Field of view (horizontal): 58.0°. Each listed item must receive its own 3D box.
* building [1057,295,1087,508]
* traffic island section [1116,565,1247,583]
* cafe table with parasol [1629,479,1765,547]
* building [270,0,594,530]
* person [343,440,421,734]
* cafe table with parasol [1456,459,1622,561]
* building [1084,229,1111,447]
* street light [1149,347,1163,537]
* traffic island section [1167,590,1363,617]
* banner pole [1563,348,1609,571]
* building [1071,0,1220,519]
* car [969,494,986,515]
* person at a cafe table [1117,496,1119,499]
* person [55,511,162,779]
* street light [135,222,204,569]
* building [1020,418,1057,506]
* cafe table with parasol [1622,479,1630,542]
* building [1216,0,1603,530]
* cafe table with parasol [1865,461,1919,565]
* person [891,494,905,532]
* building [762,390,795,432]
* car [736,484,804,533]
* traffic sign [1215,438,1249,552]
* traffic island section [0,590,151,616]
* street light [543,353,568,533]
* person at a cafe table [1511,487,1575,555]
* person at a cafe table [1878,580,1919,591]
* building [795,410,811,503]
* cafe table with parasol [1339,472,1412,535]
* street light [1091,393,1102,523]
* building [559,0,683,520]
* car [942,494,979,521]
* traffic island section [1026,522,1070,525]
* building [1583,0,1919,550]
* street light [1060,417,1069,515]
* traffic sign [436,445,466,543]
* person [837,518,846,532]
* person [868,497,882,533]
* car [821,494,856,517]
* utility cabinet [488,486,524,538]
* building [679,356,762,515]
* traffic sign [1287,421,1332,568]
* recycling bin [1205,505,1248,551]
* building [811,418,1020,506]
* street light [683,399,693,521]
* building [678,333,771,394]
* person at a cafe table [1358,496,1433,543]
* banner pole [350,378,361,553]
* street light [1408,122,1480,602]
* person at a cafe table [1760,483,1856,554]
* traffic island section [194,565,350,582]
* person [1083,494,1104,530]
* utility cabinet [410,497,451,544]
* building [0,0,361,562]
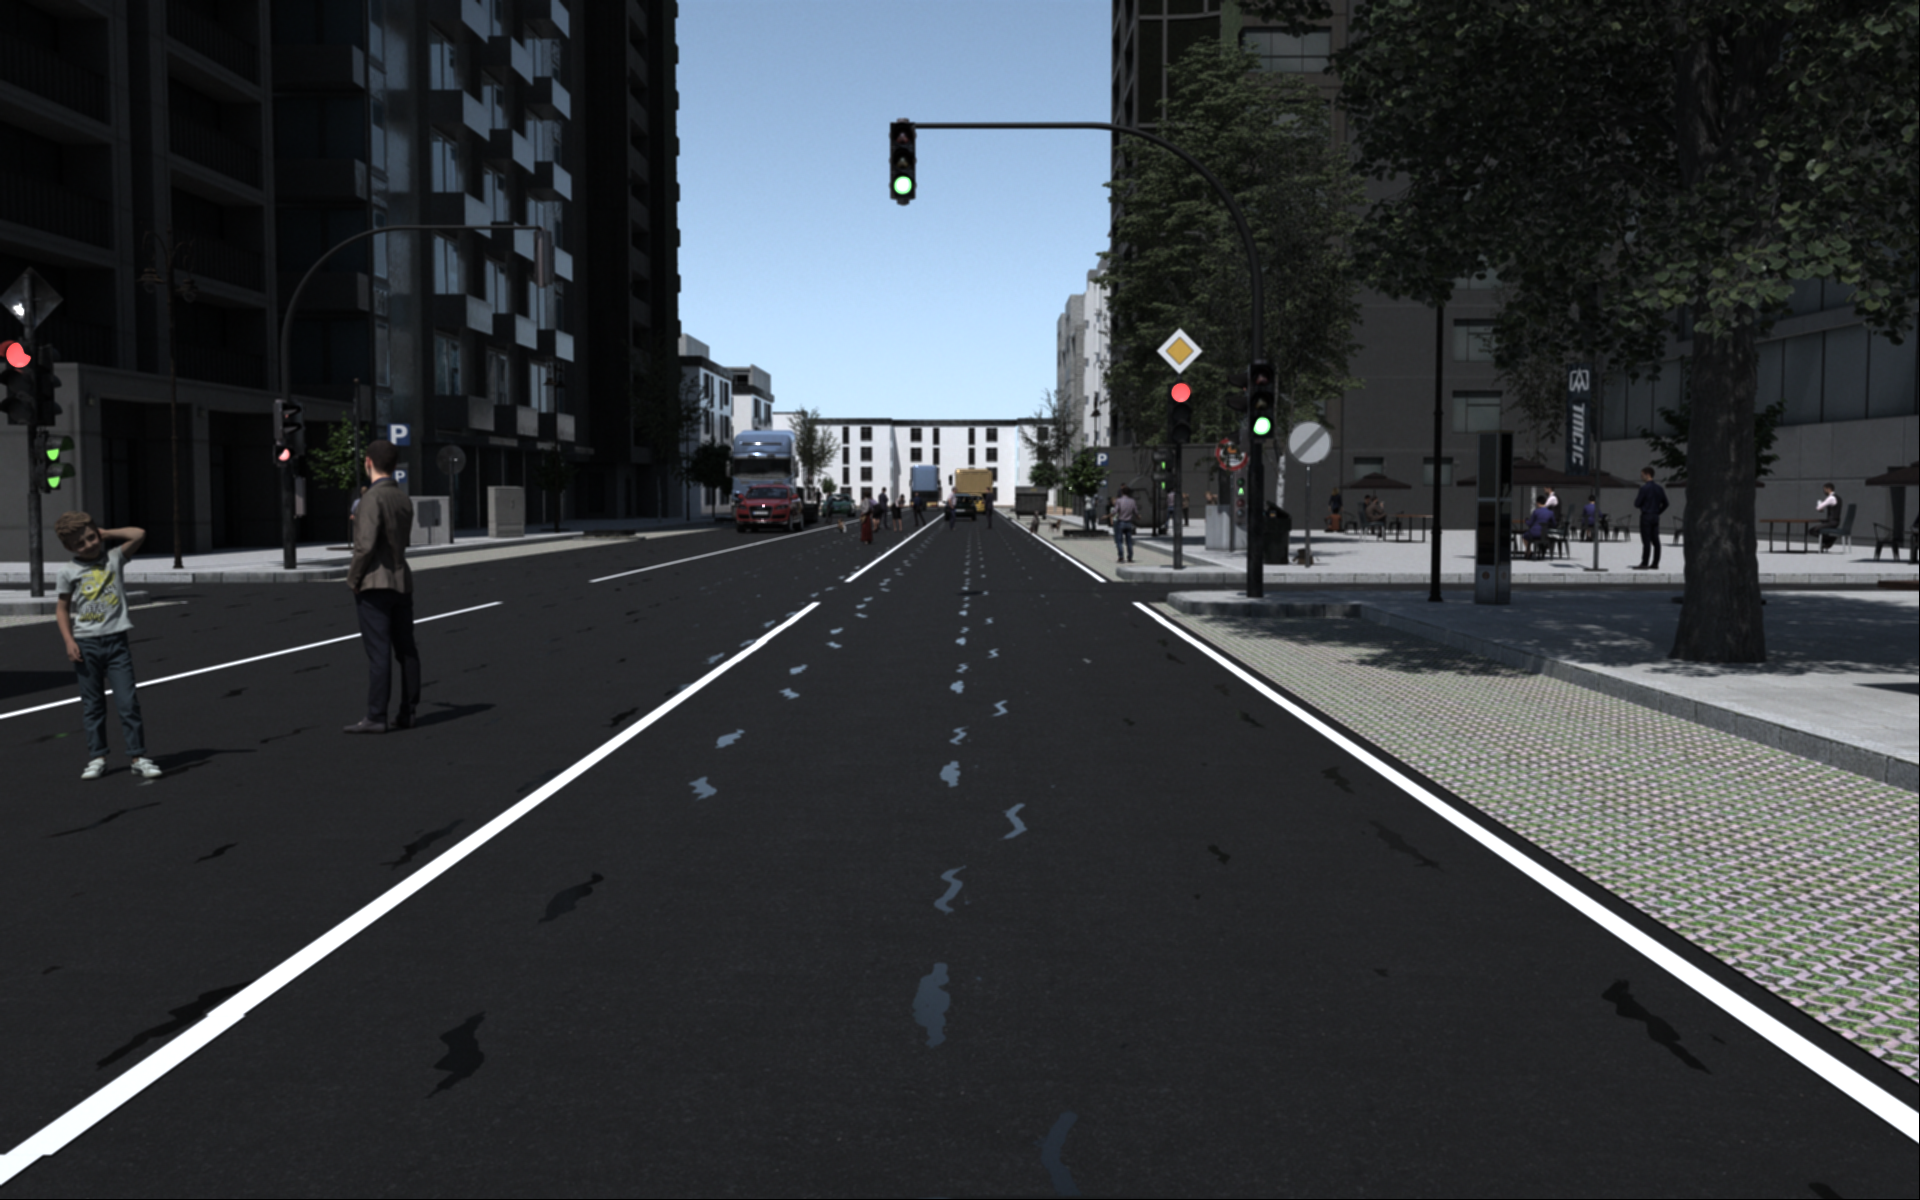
[{"bbox_3d":[18.205,-18.081,162.088,16.747,18.905,31.486,0,4,0],"label":"building"},{"bbox_3d":[3.724,-0.439,29.461,2.009,0.180,2.903,0,4,0],"label":"traffic island section"},{"bbox_3d":[18.339,-2.281,42.167,2.610,1.966,2.610,-1,4,-22],"label":"cafe table with parasol"},{"bbox_3d":[-28.094,-27.353,66.833,23.786,49.044,30.456,0,4,0],"label":"building"},{"bbox_3d":[-3.631,-0.094,10.568,0.750,1.759,0.617,2,4,30],"label":"person"},{"bbox_3d":[10.957,-1.768,33.772,2.610,1.966,2.610,-3,5,-41],"label":"cafe table with parasol"},{"bbox_3d":[17.349,-16.653,128.692,16.016,20.091,11.380,0,4,0],"label":"building"},{"bbox_3d":[5.849,-4.841,51.934,0.468,5.910,1.993,0,4,0],"label":"street light"},{"bbox_3d":[3.665,0.049,21.476,2.009,0.180,2.903,0,4,0],"label":"traffic island section"},{"bbox_3d":[10.478,-2.383,28.987,0.401,3.779,0.863,-3,4,-36],"label":"banner pole"},{"bbox_3d":[16.880,-39.961,91.608,20.563,71.187,20.611,0,4,0],"label":"building"},{"bbox_3d":[0.951,-6.717,120.041,2.015,1.641,3.980,0,4,1],"label":"car"},{"bbox_3d":[7.522,-4.117,78.178,1.698,1.238,1.726,-3,5,-41],"label":"person at a cafe table"},{"bbox_3d":[-4.303,0.224,8.744,0.435,1.345,0.340,-2,4,-34],"label":"person"},{"bbox_3d":[-13.486,-3.481,29.702,0.468,5.910,1.993,0,4,0],"label":"street light"},{"bbox_3d":[20.425,-15.532,196.095,28.070,9.664,9.099,0,4,0],"label":"building"},{"bbox_3d":[17.046,-2.546,46.496,2.610,1.966,2.610,0,4,0],"label":"cafe table with parasol"},{"bbox_3d":[16.958,-23.463,67.220,14.154,41.232,14.086,0,4,0],"label":"building"},{"bbox_3d":[17.877,-1.653,31.894,2.610,1.966,2.610,0,4,3],"label":"cafe table with parasol"},{"bbox_3d":[-2.319,-3.310,65.807,0.799,1.438,0.628,2,4,32],"label":"person"},{"bbox_3d":[-20.323,-12.547,147.295,9.099,9.664,28.070,0,4,0],"label":"building"},{"bbox_3d":[-7.174,-3.488,65.705,2.281,1.827,5.304,0,4,2],"label":"car"},{"bbox_3d":[6.034,-2.344,38.437,0.768,2.556,0.104,0,4,6],"label":"traffic sign"},{"bbox_3d":[-11.516,0.042,21.593,2.009,0.180,2.903,0,4,0],"label":"traffic island section"},{"bbox_3d":[-13.239,-5.137,56.772,0.468,5.910,1.993,0,4,0],"label":"street light"},{"bbox_3d":[12.269,-1.746,37.058,1.622,1.524,1.698,2,4,30],"label":"person at a cafe table"},{"bbox_3d":[6.850,-0.118,10.446,1.622,1.524,1.698,-1,4,-10],"label":"person at a cafe table"},{"bbox_3d":[-29.606,-14.127,173.121,28.070,9.664,9.099,0,4,0],"label":"building"},{"bbox_3d":[13.028,-3.033,54.455,2.610,1.966,2.610,-2,4,-32],"label":"cafe table with parasol"},{"bbox_3d":[6.108,-6.437,78.030,0.468,5.910,1.993,0,4,0],"label":"street light"},{"bbox_3d":[-22.739,-19.480,90.207,14.160,30.474,14.107,0,4,0],"label":"building"},{"bbox_3d":[0.033,-5.188,94.611,2.009,1.686,4.222,0,4,1],"label":"car"},{"bbox_3d":[4.100,-3.573,81.280,1.991,0.108,1.994,0,4,0],"label":"traffic island section"},{"bbox_3d":[34.493,-27.917,45.683,27.495,52.752,28.713,0,4,0],"label":"building"},{"bbox_3d":[6.276,-8.033,104.126,0.468,5.910,1.993,0,4,0],"label":"street light"},{"bbox_3d":[-13.193,-2.740,44.906,0.768,2.556,0.104,0,4,2],"label":"traffic sign"},{"bbox_3d":[-4.430,-2.807,64.869,0.357,0.543,0.381,0,4,-3],"label":"person"},{"bbox_3d":[-3.259,-3.233,64.594,0.697,1.427,0.421,1,4,19],"label":"person"},{"bbox_3d":[-7.549,-5.893,108.146,2.131,1.459,4.920,0,4,1],"label":"car"},{"bbox_3d":[-13.322,-2.581,50.871,0.318,1.500,1.173,2,4,29],"label":"utility cabinet"},{"bbox_3d":[-20.087,-10.830,119.210,9.099,9.664,28.070,0,4,0],"label":"building"},{"bbox_3d":[6.063,-1.837,30.145,0.768,2.556,0.104,0,4,1],"label":"traffic sign"},{"bbox_3d":[6.097,-1.653,39.589,0.722,1.027,0.722,-2,4,-31],"label":"recycling bin"},{"bbox_3d":[-7.644,-15.546,196.321,28.070,9.664,9.099,0,4,0],"label":"building"},{"bbox_3d":[-13.033,-6.733,82.868,0.468,5.910,1.993,0,4,0],"label":"street light"},{"bbox_3d":[-38.437,-20.350,199.177,31.486,18.905,16.747,0,4,0],"label":"building"},{"bbox_3d":[11.525,-2.169,46.325,1.726,1.238,1.698,0,4,-5],"label":"person at a cafe table"},{"bbox_3d":[-13.147,-2.920,37.763,0.401,3.779,0.863,-2,4,-25],"label":"banner pole"},{"bbox_3d":[5.677,-2.919,20.509,0.468,5.910,1.993,0,4,0],"label":"street light"},{"bbox_3d":[18.497,-1.776,37.559,1.622,1.524,1.698,3,5,44],"label":"person at a cafe table"},{"bbox_3d":[-11.457,-0.446,29.578,2.009,0.180,2.903,0,4,0],"label":"traffic island section"},{"bbox_3d":[4.253,-2.881,56.324,0.376,1.734,0.841,-3,5,-41],"label":"person"},{"bbox_3d":[-13.617,-2.034,44.425,1.020,1.237,0.306,-1,4,-14],"label":"utility cabinet"},{"bbox_3d":[-26.552,-36.844,40.660,20.563,71.187,20.611,0,4,0],"label":"building"}]
